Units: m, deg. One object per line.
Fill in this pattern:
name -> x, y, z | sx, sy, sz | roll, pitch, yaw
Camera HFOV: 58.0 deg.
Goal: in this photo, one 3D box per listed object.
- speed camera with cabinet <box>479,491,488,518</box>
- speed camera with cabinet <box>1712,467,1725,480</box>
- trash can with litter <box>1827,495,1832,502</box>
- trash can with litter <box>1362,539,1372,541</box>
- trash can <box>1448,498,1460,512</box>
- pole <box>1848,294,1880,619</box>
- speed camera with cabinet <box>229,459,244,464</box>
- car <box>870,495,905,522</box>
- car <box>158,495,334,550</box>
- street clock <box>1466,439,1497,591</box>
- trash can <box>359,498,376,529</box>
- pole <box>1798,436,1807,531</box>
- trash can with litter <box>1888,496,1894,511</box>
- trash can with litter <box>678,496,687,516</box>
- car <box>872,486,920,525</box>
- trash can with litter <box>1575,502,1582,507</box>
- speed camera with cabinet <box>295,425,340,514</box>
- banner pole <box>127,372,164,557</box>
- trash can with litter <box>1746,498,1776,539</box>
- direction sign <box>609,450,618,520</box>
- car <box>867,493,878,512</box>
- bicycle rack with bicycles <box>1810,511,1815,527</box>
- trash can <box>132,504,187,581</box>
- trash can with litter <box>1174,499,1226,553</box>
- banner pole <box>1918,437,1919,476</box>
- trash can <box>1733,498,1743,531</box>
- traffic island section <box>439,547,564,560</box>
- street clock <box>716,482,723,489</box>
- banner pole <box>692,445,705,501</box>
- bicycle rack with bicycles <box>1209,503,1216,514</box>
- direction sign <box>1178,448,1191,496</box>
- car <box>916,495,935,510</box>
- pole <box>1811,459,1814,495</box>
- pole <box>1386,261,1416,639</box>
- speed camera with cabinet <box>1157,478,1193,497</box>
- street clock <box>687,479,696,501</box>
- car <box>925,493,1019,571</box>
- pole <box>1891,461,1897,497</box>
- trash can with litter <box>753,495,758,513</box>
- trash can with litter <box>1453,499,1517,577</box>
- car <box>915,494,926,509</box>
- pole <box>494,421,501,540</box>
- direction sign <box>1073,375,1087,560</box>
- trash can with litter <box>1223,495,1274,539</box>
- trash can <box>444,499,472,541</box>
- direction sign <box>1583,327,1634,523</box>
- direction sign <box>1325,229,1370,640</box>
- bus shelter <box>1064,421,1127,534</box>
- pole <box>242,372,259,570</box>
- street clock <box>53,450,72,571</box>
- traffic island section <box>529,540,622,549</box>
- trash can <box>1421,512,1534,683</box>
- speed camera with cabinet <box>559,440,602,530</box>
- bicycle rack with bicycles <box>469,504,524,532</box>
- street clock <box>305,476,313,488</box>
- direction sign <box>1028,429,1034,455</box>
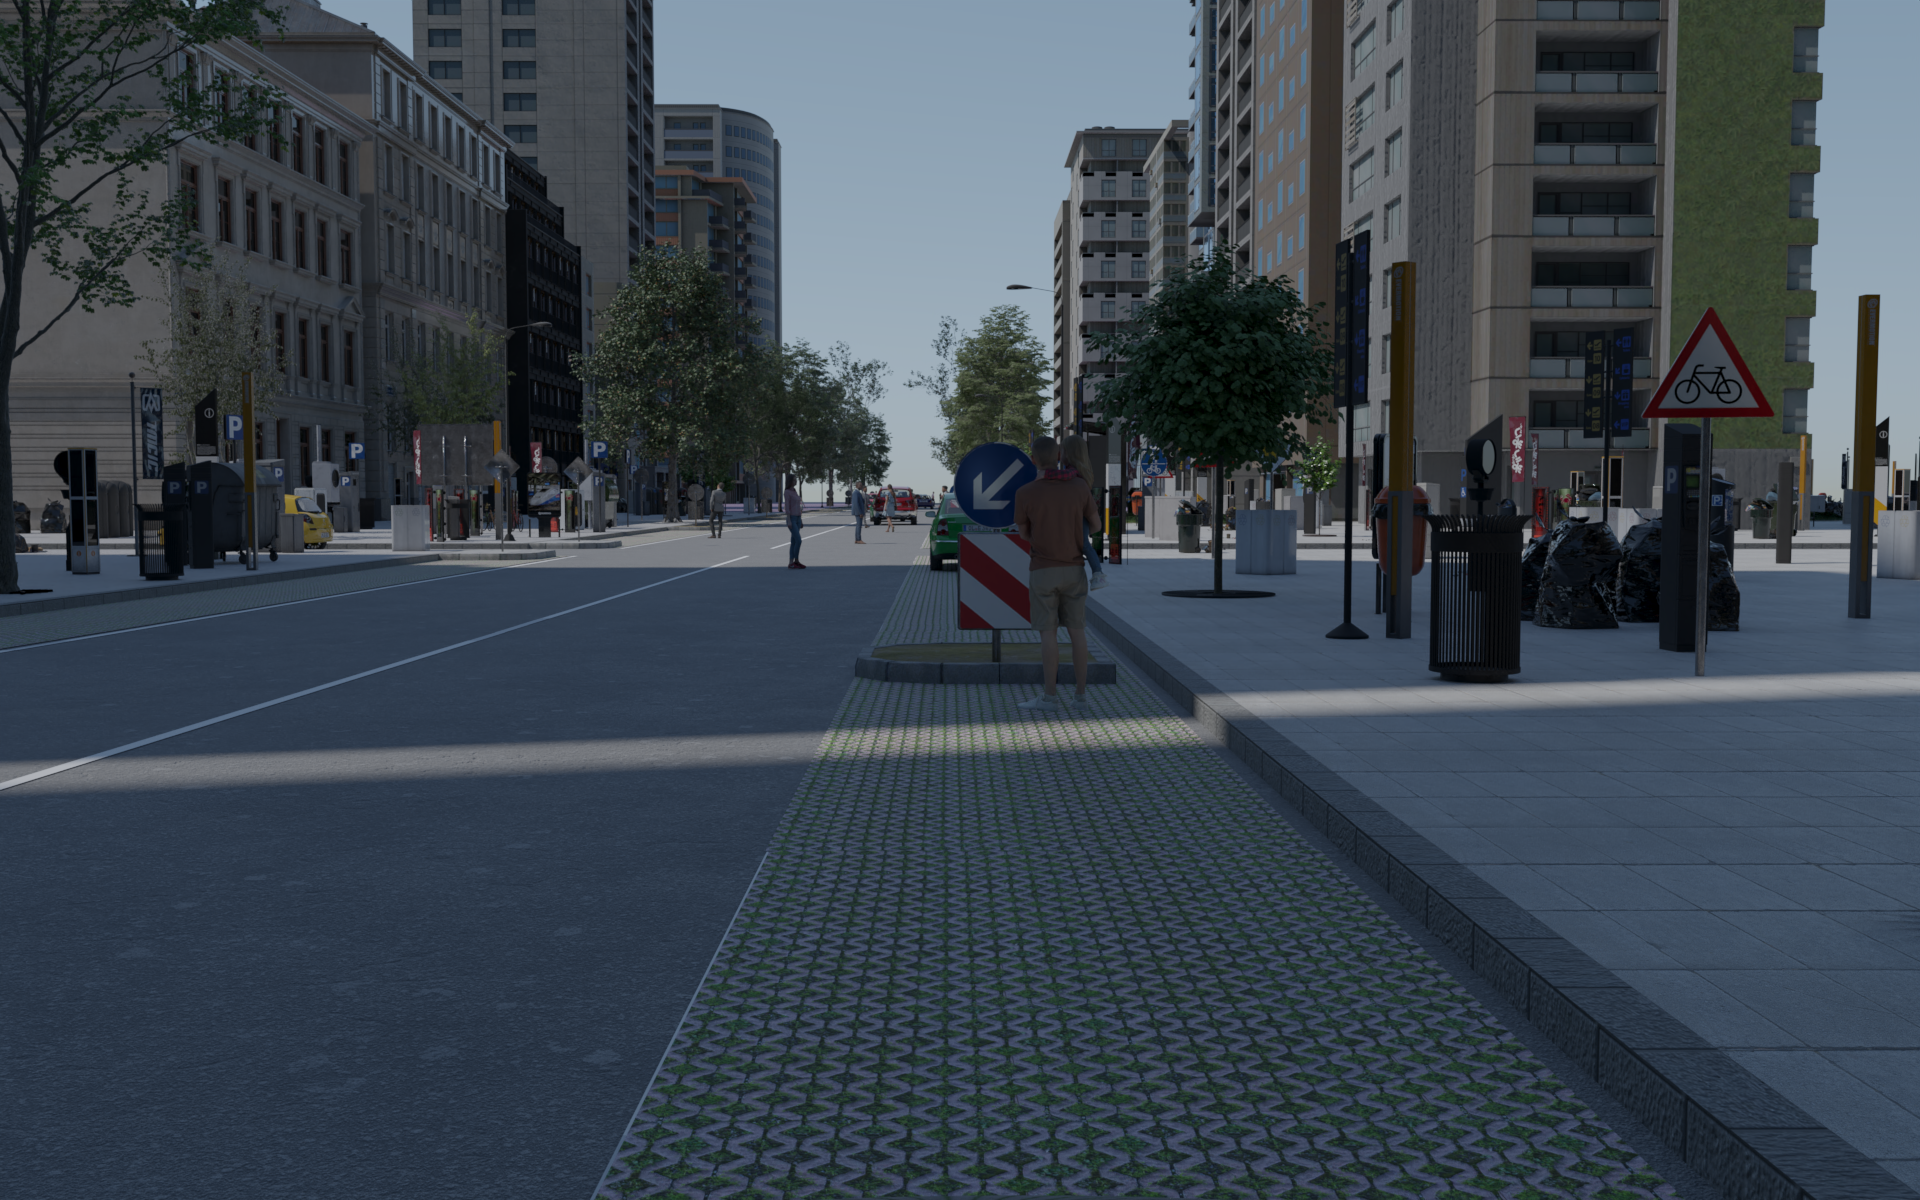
speed camera with cabinet -> -24.515, -5.888, 90.612 | 0.660, 3.252, 2.038 | 2, 4, 32
speed camera with cabinet -> 47.127, -6.922, 107.506 | 2.038, 3.252, 0.660 | -1, 4, -18
trash can with litter -> 55.252, -6.027, 109.603 | 1.678, 1.210, 2.233 | 3, 5, 43
trash can with litter -> 12.319, -2.231, 47.534 | 1.678, 1.210, 2.233 | -3, 5, -42
trash can -> 17.297, -2.960, 60.046 | 0.748, 1.137, 0.748 | 0, 3, 0
pole -> 9.302, -1.466, 17.817 | 0.158, 3.312, 0.155 | 0, 3, 0
speed camera with cabinet -> -19.327, -3.183, 46.386 | 0.660, 3.252, 2.038 | -2, 4, -30
car -> -3.783, -4.840, 90.937 | 2.131, 1.459, 4.920 | 0, 4, -1
car -> -17.386, -1.952, 42.135 | 3.980, 1.641, 2.015 | 0, 4, 1
street clock -> 6.860, -1.117, 22.836 | 0.358, 2.002, 0.471 | 3, 5, 41
trash can -> -21.644, -3.146, 63.088 | 0.748, 1.137, 0.748 | 0, 3, 0
pole -> 29.428, -4.076, 60.485 | 0.158, 3.312, 0.155 | 0, 3, 0
trash can with litter -> 58.179, -5.904, 107.914 | 0.624, 1.170, 1.055 | -1, 4, -15
trash can with litter -> -16.203, -5.423, 100.057 | 0.624, 1.170, 1.055 | -2, 4, -31
car -> -3.027, -4.453, 81.476 | 2.281, 1.827, 5.304 | 0, 4, -1
trash can with litter -> 17.373, -2.267, 48.455 | 1.055, 1.170, 0.624 | 0, 4, 3
speed camera with cabinet -> -18.181, -3.344, 49.017 | 0.660, 3.252, 2.038 | 0, 4, 0
banner pole -> -16.833, -2.800, 35.798 | 0.401, 3.779, 0.863 | 3, 4, 38
trash can with litter -> 23.035, -2.329, 49.467 | 1.055, 1.170, 0.624 | -1, 4, -22
direction sign -> -17.253, -5.769, 86.316 | 0.379, 3.537, 0.876 | -3, 4, -39
car -> -6.724, -7.771, 136.088 | 2.155, 1.783, 4.494 | 0, 4, 1
bicycle rack with bicycles -> 32.759, -3.402, 69.010 | 2.852, 0.926, 2.925 | 1, 4, 16
trash can -> -11.919, -0.867, 25.835 | 0.748, 1.137, 0.748 | 0, 3, 0
trash can with litter -> 5.218, -1.611, 37.728 | 1.055, 1.170, 0.624 | 0, 4, -7
banner pole -> 41.630, -5.193, 74.922 | 0.401, 3.779, 0.863 | 0, 4, -3
trash can -> 26.783, -2.966, 60.150 | 0.748, 1.137, 0.748 | 0, 3, 0
traffic island section -> -10.204, -0.995, 38.556 | 2.009, 0.180, 2.903 | 0, 4, 0
street clock -> -13.370, -5.606, 96.230 | 0.471, 2.002, 0.358 | -1, 4, -13
banner pole -> -13.374, -6.017, 88.388 | 0.863, 3.779, 0.401 | 1, 4, 13
bicycle rack with bicycles -> 13.491, -5.151, 97.600 | 2.925, 0.926, 2.852 | -1, 4, -9
direction sign -> 7.913, -4.229, 61.148 | 0.379, 3.537, 0.876 | -1, 4, -22
car -> -3.344, -9.121, 161.707 | 1.945, 1.354, 3.894 | 0, 4, 1
pole -> 49.440, -6.529, 100.595 | 0.158, 3.312, 0.155 | 0, 3, 0
pole -> 3.904, -1.314, 15.321 | 0.158, 3.312, 0.155 | 0, 3, 0
speed camera with cabinet -> 10.748, -5.696, 87.464 | 2.038, 3.252, 0.660 | 0, 4, 5
street clock -> -13.268, -4.958, 85.625 | 0.358, 2.002, 0.471 | 1, 4, 16
car -> 0.298, -1.519, 33.629 | 1.959, 1.807, 4.718 | 0, 4, -1
pole -> 57.552, -6.906, 106.748 | 0.158, 3.312, 0.155 | 0, 3, 0
trash can with litter -> -14.184, -6.587, 118.761 | 1.678, 1.210, 2.233 | 0, 4, -4
trash can with litter -> 8.463, -0.973, 26.959 | 1.678, 1.210, 2.233 | 0, 4, -5
car -> -4.199, -9.969, 173.223 | 2.015, 1.641, 3.980 | 0, 4, -1
pole -> -12.926, -3.342, 48.485 | 0.158, 3.312, 0.155 | 0, 3, 0
direction sign -> 2.280, -2.538, 33.489 | 0.379, 3.537, 0.876 | 0, 4, -7
trash can with litter -> 8.381, -2.366, 49.736 | 2.233, 1.210, 1.678 | 1, 4, 19
trash can -> -13.905, -2.223, 47.997 | 0.748, 1.137, 0.748 | 0, 3, 0
direction sign -> 8.944, -1.955, 23.958 | 0.379, 3.537, 0.876 | -2, 4, -23
direction sign -> 3.454, -1.428, 15.345 | 0.379, 3.537, 0.876 | 0, 4, -5
bus shelter -> 4.511, -4.088, 58.114 | 1.731, 3.624, 6.357 | 0, 4, 0
pole -> -11.908, -2.153, 29.047 | 0.158, 3.312, 0.155 | 0, 3, 0
street clock -> -14.807, -1.488, 28.895 | 0.471, 2.002, 0.358 | 0, 4, -2
traffic island section -> -10.258, -1.484, 46.540 | 2.009, 0.180, 2.903 | 0, 4, 0
trash can -> 3.555, -0.018, 11.941 | 0.748, 1.137, 0.748 | 0, 3, 0
speed camera with cabinet -> -13.662, -4.149, 62.168 | 0.660, 3.252, 2.038 | 2, 4, 25
bicycle rack with bicycles -> -16.210, -2.784, 58.906 | 2.852, 0.926, 2.925 | -1, 4, -23
street clock -> -25.375, -3.862, 67.720 | 0.358, 2.002, 0.471 | 0, 4, 5
direction sign -> 2.498, -4.214, 60.896 | 0.379, 3.537, 0.876 | 0, 4, -8
